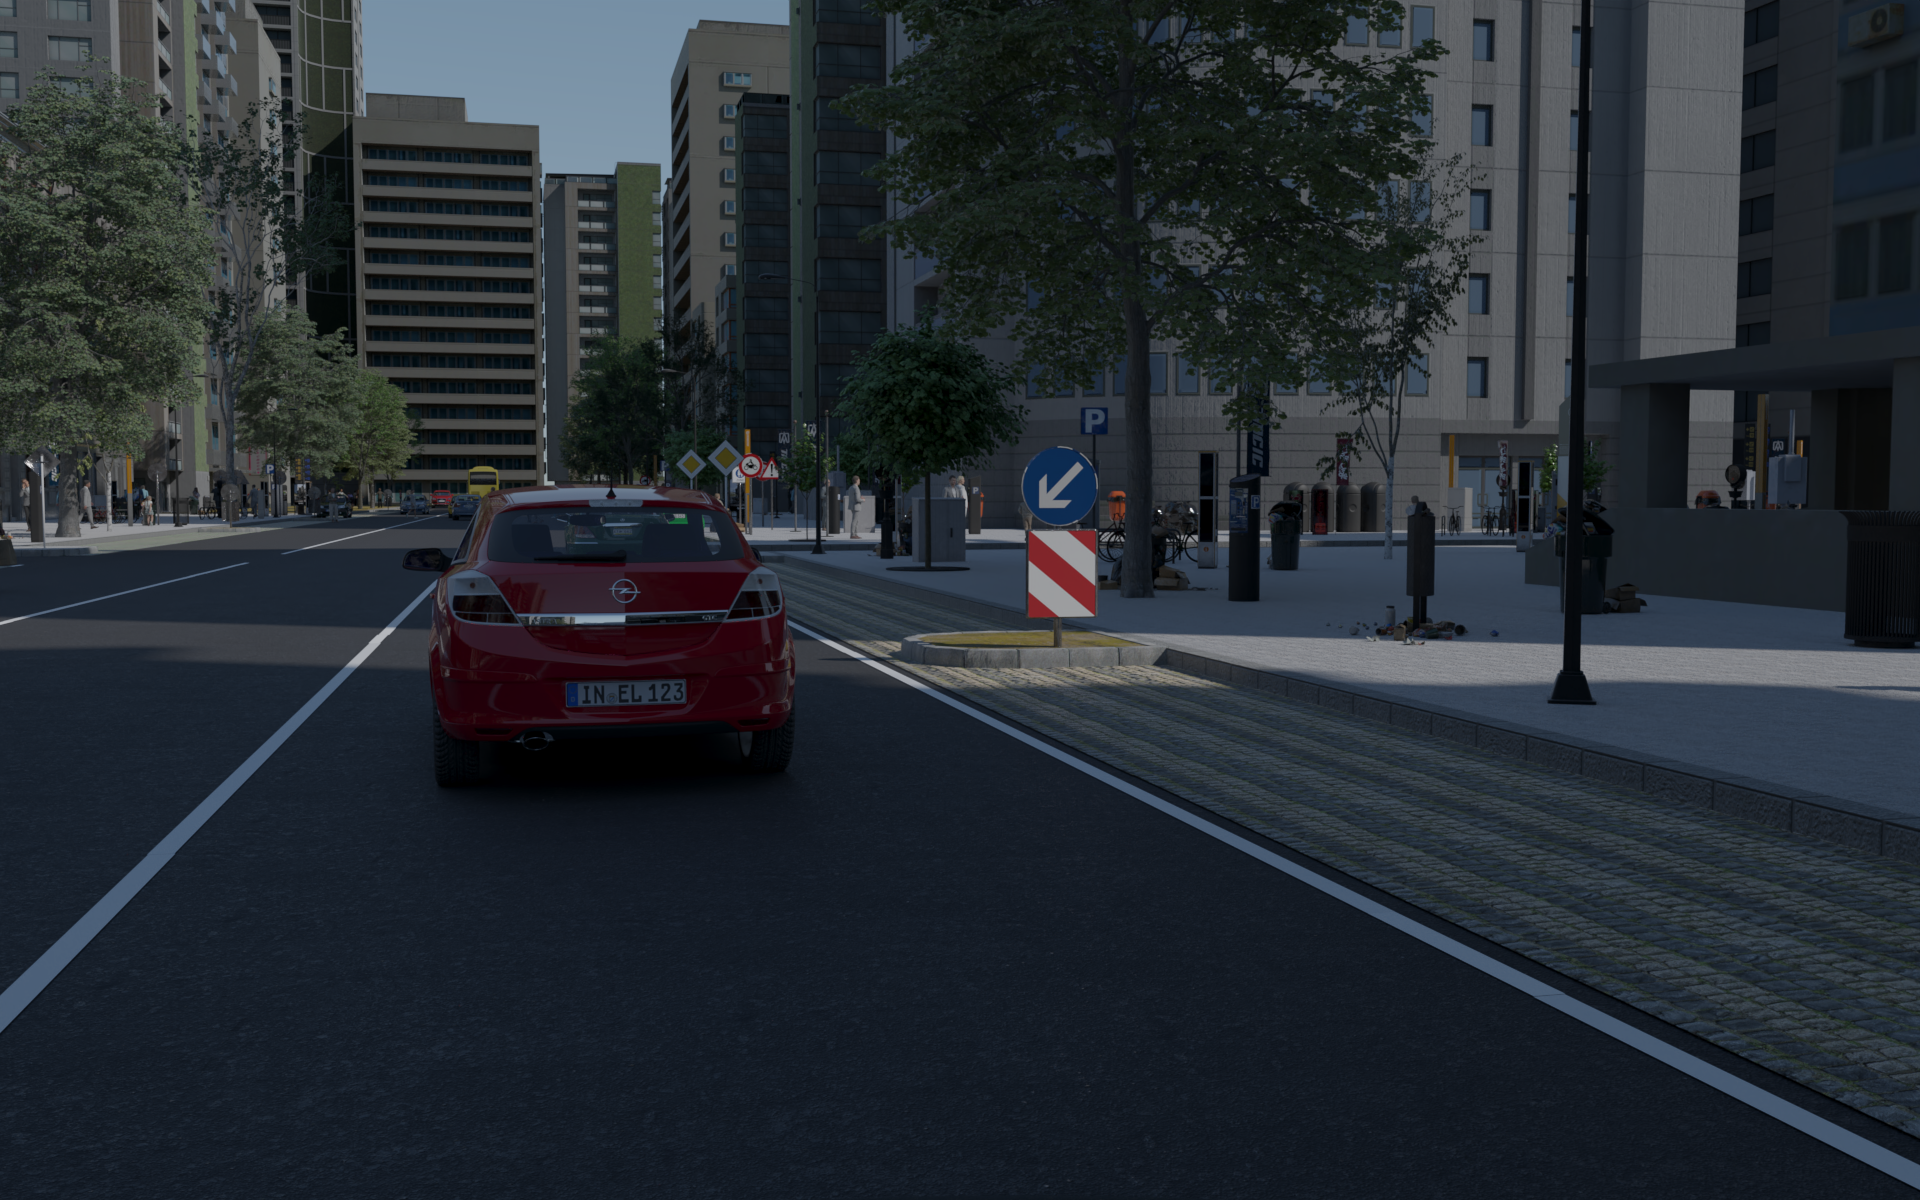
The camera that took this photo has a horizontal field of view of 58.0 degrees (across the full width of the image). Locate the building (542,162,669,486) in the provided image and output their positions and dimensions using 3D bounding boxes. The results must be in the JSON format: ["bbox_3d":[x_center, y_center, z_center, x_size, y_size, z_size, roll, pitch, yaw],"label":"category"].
[{"bbox_3d":[-44.389,-32.508,215.092,14.086,41.232,14.154,-1,4,-14],"label":"building"}]

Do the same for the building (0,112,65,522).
[{"bbox_3d":[-48.703,-14.824,78.534,11.583,22.565,21.152,-1,4,-14],"label":"building"}]

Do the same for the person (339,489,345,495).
[{"bbox_3d":[-54.171,-8.867,151.804,0.721,1.735,1.217,2,4,34],"label":"person"}]

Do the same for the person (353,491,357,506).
[{"bbox_3d":[-66.340,-11.109,190.141,0.705,1.823,1.348,-3,5,-43],"label":"person"}]

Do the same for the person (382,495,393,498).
[{"bbox_3d":[-61.568,-11.028,186.358,0.705,1.822,1.348,3,4,39],"label":"person"}]

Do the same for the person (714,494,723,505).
[{"bbox_3d":[-9.119,-3.342,64.957,0.475,1.303,0.640,-1,4,-14],"label":"person"}]

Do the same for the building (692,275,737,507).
[{"bbox_3d":[-8.464,-18.894,153.950,27.650,21.520,28.899,-1,4,-14],"label":"building"}]

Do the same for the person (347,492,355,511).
[{"bbox_3d":[-47.285,-7.654,134.415,0.697,1.427,0.421,3,4,38],"label":"person"}]

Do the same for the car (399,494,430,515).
[{"bbox_3d":[-38.663,-6.782,122.894,2.014,1.417,4.499,-1,4,-12],"label":"car"}]

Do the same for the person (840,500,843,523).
[{"bbox_3d":[-5.217,-4.263,76.743,0.512,1.701,0.522,-1,4,-10],"label":"person"}]

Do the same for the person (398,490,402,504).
[{"bbox_3d":[-60.415,-11.042,187.293,0.721,1.743,1.217,-1,4,-21],"label":"person"}]

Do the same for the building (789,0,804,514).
[{"bbox_3d":[-4.442,-26.394,115.129,14.154,41.232,14.086,-1,4,-14],"label":"building"}]

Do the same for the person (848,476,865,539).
[{"bbox_3d":[-2.919,-2.652,49.603,0.583,1.804,0.606,-2,4,-30],"label":"person"}]

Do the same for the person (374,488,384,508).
[{"bbox_3d":[-54.072,-9.492,161.377,0.705,1.807,1.348,3,5,44],"label":"person"}]

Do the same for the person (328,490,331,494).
[{"bbox_3d":[-64.772,-10.454,177.691,0.721,1.735,1.217,-1,4,-13],"label":"person"}]

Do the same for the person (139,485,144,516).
[{"bbox_3d":[-47.040,-5.702,99.290,0.581,1.822,0.654,2,4,25],"label":"person"}]

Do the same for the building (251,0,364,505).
[{"bbox_3d":[-83.012,-47.085,208.097,20.611,71.187,20.563,-1,4,-14],"label":"building"}]

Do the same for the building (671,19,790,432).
[{"bbox_3d":[-17.726,-33.831,176.840,21.300,48.544,21.600,-1,4,-14],"label":"building"}]

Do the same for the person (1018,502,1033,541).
[{"bbox_3d":[1.828,-2.271,47.450,0.475,1.303,0.640,0,4,-4],"label":"person"}]

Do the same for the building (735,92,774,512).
[{"bbox_3d":[-9.938,-21.883,129.485,14.160,30.474,14.107,-1,4,-14],"label":"building"}]

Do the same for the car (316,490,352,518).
[{"bbox_3d":[-36.954,-5.656,102.262,2.009,1.686,4.222,-1,4,-14],"label":"car"}]

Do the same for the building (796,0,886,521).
[{"bbox_3d":[-1.635,-19.514,90.756,14.160,30.474,14.107,-1,4,-14],"label":"building"}]

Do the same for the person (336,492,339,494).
[{"bbox_3d":[-51.114,-8.119,141.971,0.628,1.438,0.799,-2,4,-27],"label":"person"}]

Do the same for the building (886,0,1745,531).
[{"bbox_3d":[12.559,-32.261,69.474,28.212,58.520,21.231,-1,4,-14],"label":"building"}]

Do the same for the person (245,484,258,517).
[{"bbox_3d":[-38.929,-5.462,95.465,0.853,1.813,0.709,2,4,26],"label":"person"}]

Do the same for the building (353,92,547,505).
[{"bbox_3d":[-62.734,-36.146,214.687,21.600,48.544,21.300,-1,4,-14],"label":"building"}]

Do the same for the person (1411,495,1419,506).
[{"bbox_3d":[9.955,-1.652,37.733,0.332,1.250,0.352,-3,4,-39],"label":"person"}]

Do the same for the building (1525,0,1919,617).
[{"bbox_3d":[25.396,-20.114,20.753,32.217,40.220,23.993,-1,4,-14],"label":"building"}]

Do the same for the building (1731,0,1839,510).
[{"bbox_3d":[44.439,-38.956,75.190,20.611,71.187,20.563,-1,4,-14],"label":"building"}]

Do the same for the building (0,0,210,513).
[{"bbox_3d":[-59.641,-26.462,116.247,14.154,41.232,14.086,-1,4,-14],"label":"building"}]

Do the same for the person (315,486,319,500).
[{"bbox_3d":[-46.259,-7.253,124.574,0.705,1.831,1.348,-1,4,-14],"label":"person"}]

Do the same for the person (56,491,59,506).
[{"bbox_3d":[-36.156,-3.884,69.885,0.601,1.785,0.444,2,4,26],"label":"person"}]

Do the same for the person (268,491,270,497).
[{"bbox_3d":[-52.772,-7.684,131.700,1.348,1.821,0.705,-3,4,-38],"label":"person"}]

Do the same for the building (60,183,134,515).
[{"bbox_3d":[-53.794,-15.195,97.590,9.793,20.994,18.267,-1,4,-14],"label":"building"}]

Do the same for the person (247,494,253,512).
[{"bbox_3d":[-51.998,-7.433,127.515,1.348,1.831,0.705,-2,4,-35],"label":"person"}]

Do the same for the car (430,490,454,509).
[{"bbox_3d":[-51.940,-10.094,173.703,2.281,1.827,5.304,-1,4,-15],"label":"car"}]

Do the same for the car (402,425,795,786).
[{"bbox_3d":[-2.151,-0.068,10.147,2.155,1.783,4.494,-1,4,-16],"label":"car"}]

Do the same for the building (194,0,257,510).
[{"bbox_3d":[-69.963,-31.625,136.683,23.786,49.044,30.456,-1,4,-14],"label":"building"}]

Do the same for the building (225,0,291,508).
[{"bbox_3d":[-76.001,-32.964,162.662,21.600,48.544,21.300,-1,4,-14],"label":"building"}]

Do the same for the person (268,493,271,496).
[{"bbox_3d":[-52.005,-7.535,129.964,0.721,1.735,1.217,2,4,28],"label":"person"}]

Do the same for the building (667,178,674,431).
[{"bbox_3d":[-29.901,-32.704,218.300,14.086,41.232,14.154,-1,4,-14],"label":"building"}]

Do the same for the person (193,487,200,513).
[{"bbox_3d":[-52.063,-6.811,118.068,0.621,1.740,0.551,0,4,-7],"label":"person"}]

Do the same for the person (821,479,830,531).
[{"bbox_3d":[-4.551,-3.313,60.381,0.590,1.801,0.661,2,4,33],"label":"person"}]

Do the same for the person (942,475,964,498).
[{"bbox_3d":[-0.152,-2.512,47.322,0.606,1.804,0.583,-3,4,-37],"label":"person"}]

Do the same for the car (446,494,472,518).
[{"bbox_3d":[-29.914,-5.756,104.330,2.015,1.641,3.980,-1,4,-15],"label":"car"}]

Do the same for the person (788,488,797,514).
[{"bbox_3d":[-10.578,-6.328,109.517,0.620,1.820,0.660,-1,4,-9],"label":"person"}]

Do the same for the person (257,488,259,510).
[{"bbox_3d":[-55.358,-7.954,136.800,0.721,1.735,1.217,2,4,23],"label":"person"}]

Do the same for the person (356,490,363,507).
[{"bbox_3d":[-58.545,-9.908,168.860,0.721,1.723,1.217,1,4,11],"label":"person"}]

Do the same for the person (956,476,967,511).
[{"bbox_3d":[-0.011,-2.926,53.762,0.514,1.842,0.818,2,4,32],"label":"person"}]

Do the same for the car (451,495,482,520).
[{"bbox_3d":[-27.157,-5.130,95.878,2.014,1.417,4.499,-1,4,-14],"label":"car"}]
